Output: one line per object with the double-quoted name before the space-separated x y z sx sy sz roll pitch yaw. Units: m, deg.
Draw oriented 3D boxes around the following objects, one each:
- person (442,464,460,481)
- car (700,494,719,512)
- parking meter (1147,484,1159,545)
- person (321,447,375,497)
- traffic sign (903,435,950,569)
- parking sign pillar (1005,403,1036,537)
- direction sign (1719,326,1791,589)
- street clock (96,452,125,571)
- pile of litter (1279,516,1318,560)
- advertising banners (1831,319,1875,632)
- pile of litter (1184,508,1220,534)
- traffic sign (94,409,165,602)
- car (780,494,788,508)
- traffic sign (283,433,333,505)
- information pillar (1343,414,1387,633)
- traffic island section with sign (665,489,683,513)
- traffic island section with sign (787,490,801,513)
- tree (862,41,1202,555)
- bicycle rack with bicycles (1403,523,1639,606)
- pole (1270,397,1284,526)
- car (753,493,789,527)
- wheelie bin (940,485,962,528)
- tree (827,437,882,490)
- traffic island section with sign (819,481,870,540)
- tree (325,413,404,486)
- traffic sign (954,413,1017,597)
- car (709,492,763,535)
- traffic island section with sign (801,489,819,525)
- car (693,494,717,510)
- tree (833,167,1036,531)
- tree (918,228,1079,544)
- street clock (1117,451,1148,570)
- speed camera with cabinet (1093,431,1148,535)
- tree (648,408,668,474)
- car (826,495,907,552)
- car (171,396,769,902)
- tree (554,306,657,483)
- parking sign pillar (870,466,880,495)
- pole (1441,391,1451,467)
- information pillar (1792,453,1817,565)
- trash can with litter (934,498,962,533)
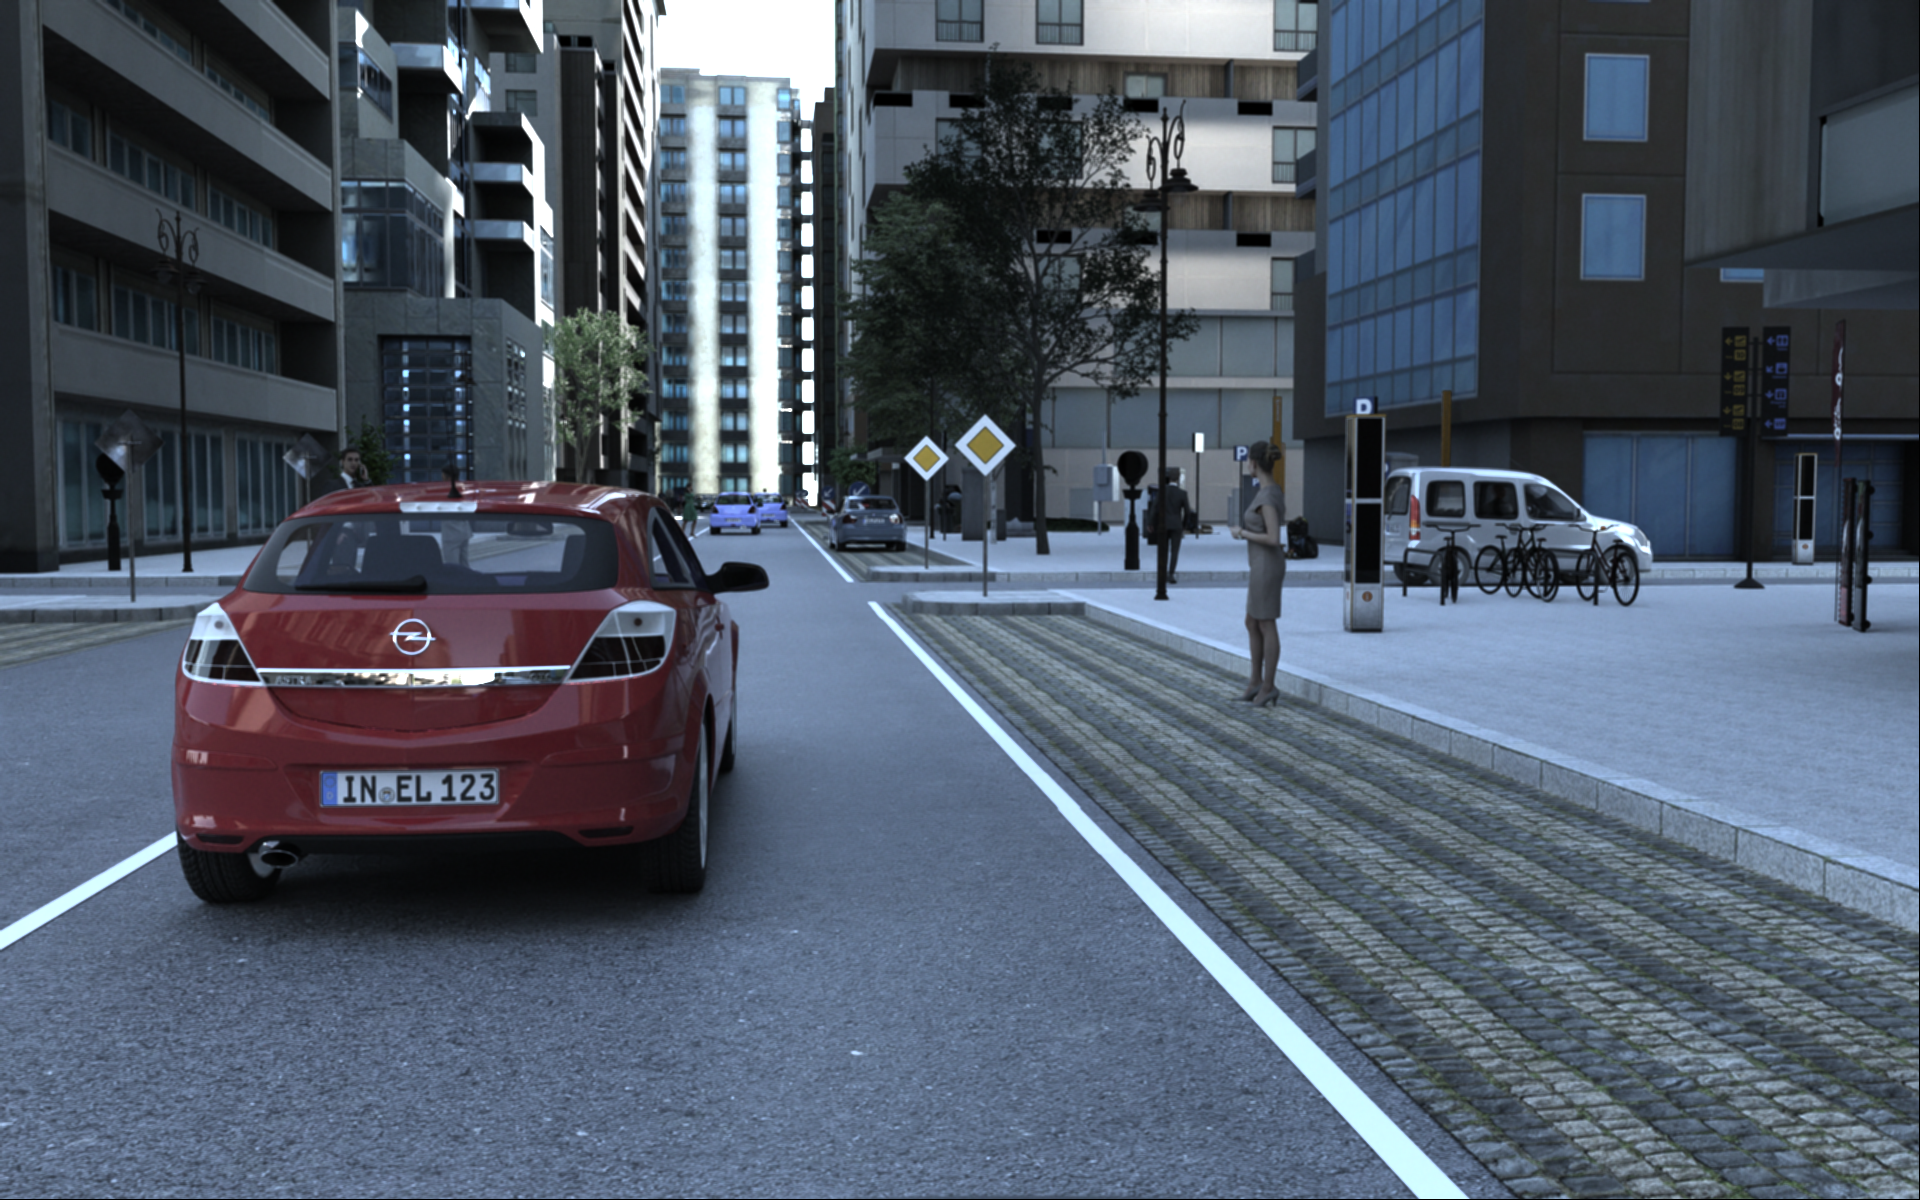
"person" -6.346 -0.789 21.574 0.466 1.800 0.511 0 4 6
"car" -20.318 -7.944 141.680 2.131 1.459 4.920 0 4 -7
"parking meter" 4.919 -2.158 43.697 0.372 1.533 0.369 0 3 0
"person" -6.117 -0.584 17.411 0.474 1.900 0.648 1 4 9
"traffic sign" -0.572 -1.585 29.558 0.795 2.450 0.064 0 4 -6
"parking sign pillar" 1.771 -3.871 51.769 1.447 3.967 1.447 -1 4 -21
"direction sign" 10.763 -1.928 23.515 0.876 3.537 0.379 0 4 7
"street clock" -14.188 -1.495 29.009 0.471 2.002 0.358 -2 4 -25
"pile of litter" 6.456 -1.249 34.380 1.719 0.858 1.176 -3 4 -38
"advertising banners" 8.666 -1.264 16.862 0.090 3.025 2.074 1 4 18
"pile of litter" 7.601 -2.546 55.587 1.719 0.858 1.176 -1 4 -16
"traffic sign" -9.822 -1.032 20.518 0.795 2.450 0.064 0 4 -6
"car" -9.814 -4.904 88.969 1.959 1.807 4.718 0 4 -7
"traffic sign" -10.706 -1.518 28.454 0.795 2.450 0.064 0 4 -6
"information pillar" 3.759 -0.710 16.099 0.304 2.012 0.304 0 4 -1
"traffic island section with sign" -21.670 -7.404 129.686 1.989 1.847 2.006 0 4 -6
"traffic island section with sign" -11.822 -7.470 130.769 1.989 1.847 2.006 0 4 -6
"tree" 1.427 -6.246 36.531 7.601 10.594 8.767 0 4 -8
"bicycle rack with bicycles" 6.592 -0.465 20.987 2.852 0.926 2.925 0 4 2
"pole" 6.647 -2.602 36.383 0.158 3.312 0.155 0 3 0
"car" -8.414 -4.034 75.552 1.945 1.707 3.694 0 4 -8
"wheelie bin" -0.254 -3.077 58.212 0.693 1.594 0.980 -3 5 -42
"tree" -6.033 -7.117 100.077 4.285 4.588 4.351 0 3 0
"traffic island section with sign" -3.306 -2.800 54.405 1.989 1.847 2.006 0 4 -6
"tree" -14.264 -2.878 41.655 1.663 3.219 1.824 0 3 0
"traffic sign" 0.312 -1.100 21.622 0.795 2.450 0.064 0 4 -6
"car" -8.060 -3.222 62.277 1.945 1.707 3.694 0 4 -5
"traffic island section with sign" -6.318 -4.451 81.401 1.989 1.847 2.006 0 4 -6
"car" -20.047 -7.571 135.582 2.131 1.459 4.920 0 4 -7
"tree" -1.125 -8.727 60.811 7.486 12.596 7.792 0 3 0
"tree" 0.893 -5.727 43.993 4.360 8.622 3.978 0 3 0
"street clock" 2.908 -1.507 29.214 0.471 2.002 0.358 2 4 35
"speed camera with cabinet" 5.202 -3.653 54.067 2.038 3.252 0.660 2 4 28
"tree" -26.484 -11.817 143.562 4.360 8.622 3.978 0 3 0
"car" -2.382 -1.967 44.159 2.014 1.417 4.499 0 4 -8
"car" -1.933 0.087 7.625 2.155 1.783 4.494 0 4 -5
"tree" -20.773 -10.342 94.849 9.928 11.665 9.643 0 3 0
"parking sign pillar" -5.103 -7.035 103.497 1.447 3.967 1.447 -1 4 -10
"pole" 9.591 -2.470 34.232 0.158 3.312 0.155 0 3 0
"information pillar" 15.250 -1.639 31.284 0.304 2.012 0.304 1 4 12
"trash can with litter" -0.280 -2.761 56.536 1.055 1.170 0.624 -3 5 -41
